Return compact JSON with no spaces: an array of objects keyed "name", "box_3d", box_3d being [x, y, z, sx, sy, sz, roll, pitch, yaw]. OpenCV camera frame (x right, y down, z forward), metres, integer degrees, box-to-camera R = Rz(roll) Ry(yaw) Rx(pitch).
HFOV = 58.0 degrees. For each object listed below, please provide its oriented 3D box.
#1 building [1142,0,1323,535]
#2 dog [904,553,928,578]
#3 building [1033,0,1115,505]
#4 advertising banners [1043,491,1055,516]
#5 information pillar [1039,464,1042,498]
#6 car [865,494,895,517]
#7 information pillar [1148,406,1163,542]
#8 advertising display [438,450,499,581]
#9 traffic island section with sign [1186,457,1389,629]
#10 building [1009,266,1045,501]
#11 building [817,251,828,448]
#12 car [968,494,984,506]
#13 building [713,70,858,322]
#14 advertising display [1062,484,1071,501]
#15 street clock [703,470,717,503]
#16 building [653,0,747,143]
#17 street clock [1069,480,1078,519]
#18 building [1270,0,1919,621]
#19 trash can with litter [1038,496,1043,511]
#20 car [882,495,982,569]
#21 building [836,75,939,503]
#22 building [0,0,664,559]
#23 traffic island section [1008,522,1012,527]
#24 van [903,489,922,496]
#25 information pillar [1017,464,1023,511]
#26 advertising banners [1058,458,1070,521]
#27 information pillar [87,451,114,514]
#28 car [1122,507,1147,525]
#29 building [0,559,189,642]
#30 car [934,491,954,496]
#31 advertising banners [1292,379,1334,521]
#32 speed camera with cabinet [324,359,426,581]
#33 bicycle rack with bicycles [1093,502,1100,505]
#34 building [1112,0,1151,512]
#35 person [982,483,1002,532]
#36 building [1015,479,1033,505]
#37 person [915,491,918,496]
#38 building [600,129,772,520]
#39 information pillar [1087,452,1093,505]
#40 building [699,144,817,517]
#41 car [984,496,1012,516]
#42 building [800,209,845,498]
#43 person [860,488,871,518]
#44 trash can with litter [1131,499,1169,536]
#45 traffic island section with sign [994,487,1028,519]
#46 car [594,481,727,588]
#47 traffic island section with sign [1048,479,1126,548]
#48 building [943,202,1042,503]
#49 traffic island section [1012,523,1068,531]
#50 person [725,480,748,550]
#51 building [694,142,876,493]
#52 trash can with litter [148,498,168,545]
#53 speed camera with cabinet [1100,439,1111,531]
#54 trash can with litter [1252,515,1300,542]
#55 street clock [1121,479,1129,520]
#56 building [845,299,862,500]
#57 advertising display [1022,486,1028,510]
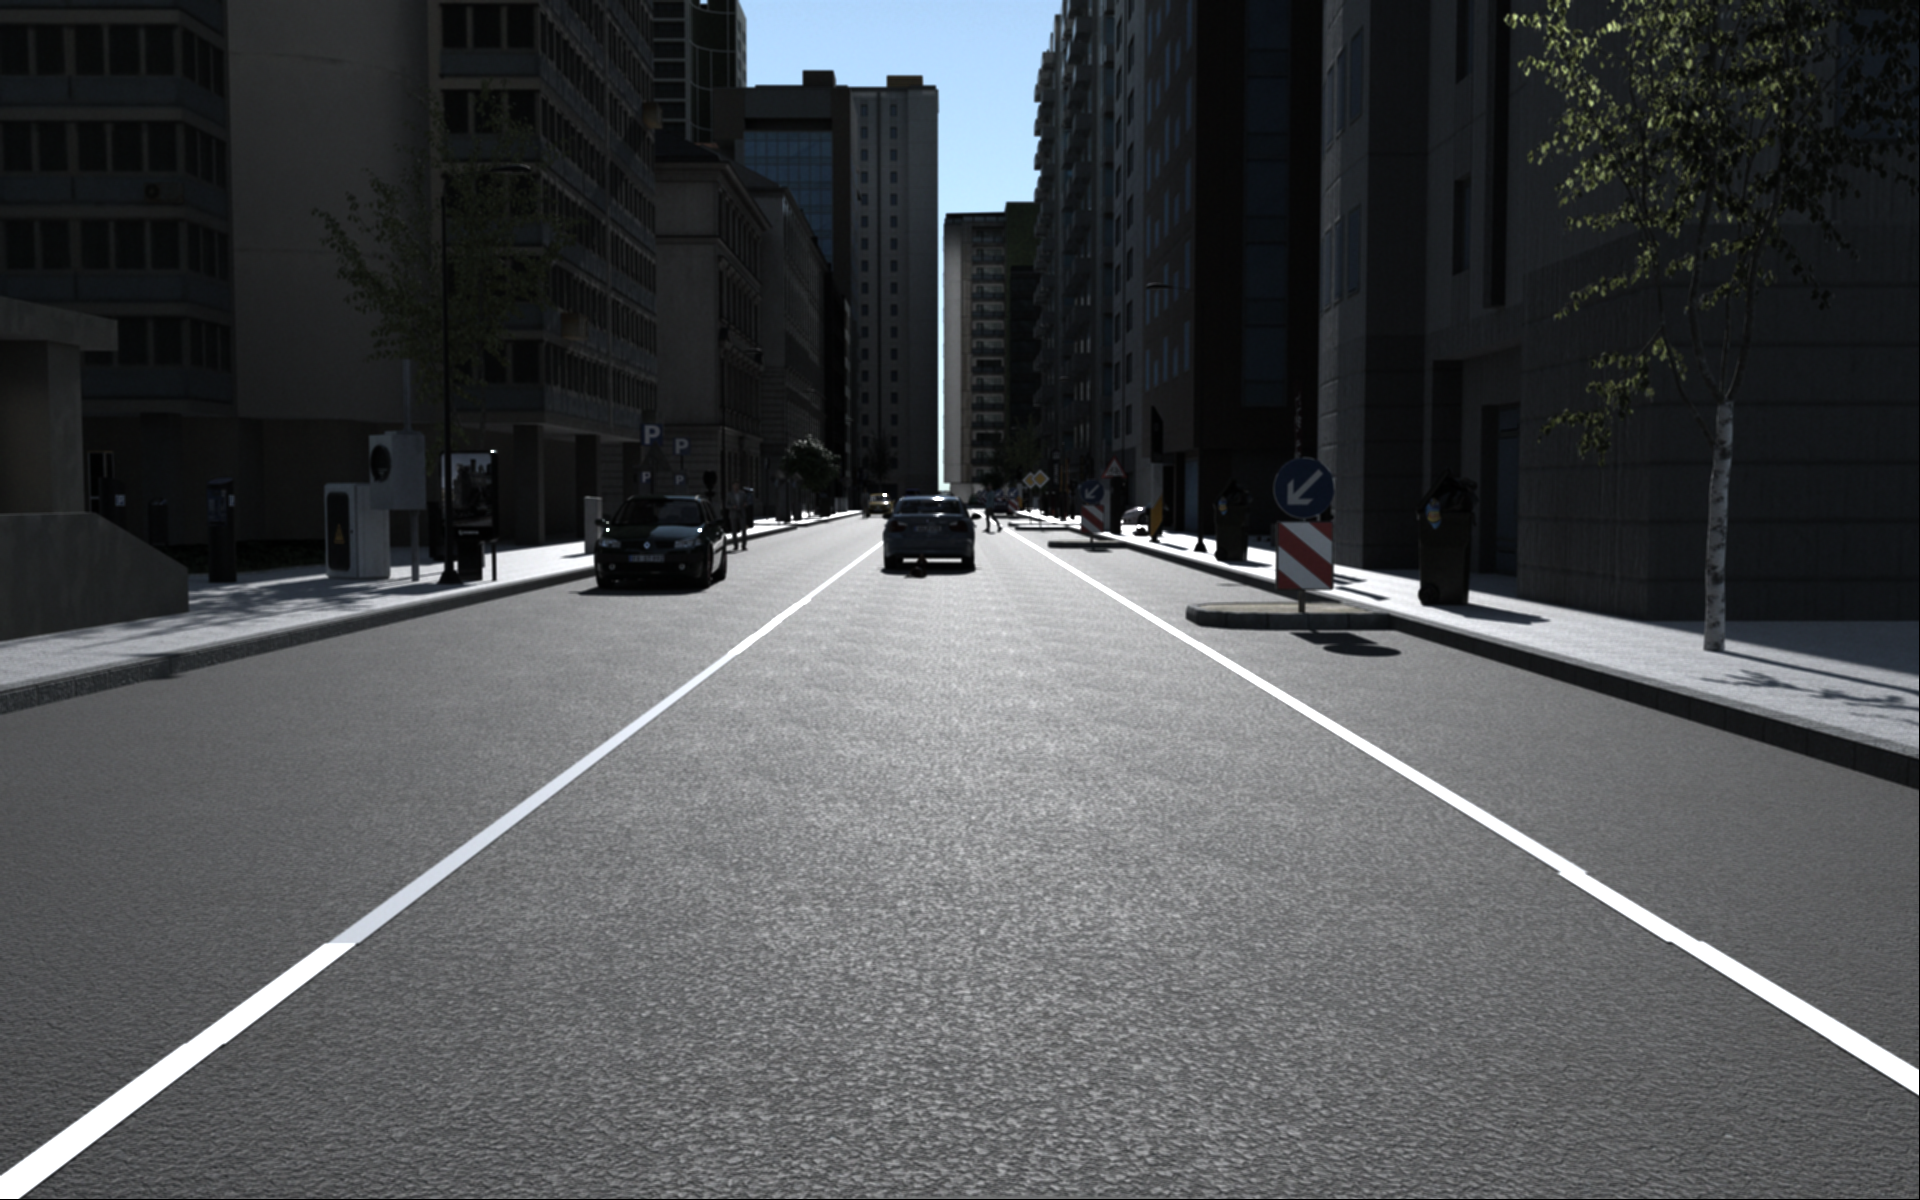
[{"name":"building","box_3d":[14.042,-25.025,59.272,14.600,45.320,14.200,0,4,0]},{"name":"dog","box_3d":[-0.788,-0.602,30.043,0.748,0.427,0.550,-2,4,-34]},{"name":"building","box_3d":[18.845,-33.832,172.755,23.786,49.044,30.456,0,4,0]},{"name":"advertising banners","box_3d":[5.354,-6.351,100.031,0.090,3.025,2.074,2,4,32]},{"name":"information pillar","box_3d":[6.224,-8.714,133.824,0.183,3.616,0.504,1,4,13]},{"name":"car","box_3d":[-5.094,-6.064,109.377,2.015,1.641,3.980,0,4,0]},{"name":"information pillar","box_3d":[5.230,-3.349,46.109,0.183,3.616,0.504,3,4,38]},{"name":"advertising display","box_3d":[-7.289,-1.254,25.715,0.974,1.923,0.123,1,4,20]},{"name":"traffic island section with sign","box_3d":[3.590,-0.659,19.402,1.989,1.847,2.006,0,4,0]},{"name":"building","box_3d":[13.182,-27.387,219.471,14.160,30.474,14.107,0,4,0]},{"name":"building","box_3d":[-15.012,-16.880,125.147,9.793,20.994,18.267,0,4,0]},{"name":"car","box_3d":[1.972,-12.660,215.787,1.959,1.807,4.718,0,4,-2]},{"name":"building","box_3d":[-18.317,-32.874,187.602,14.600,45.320,14.200,0,4,0]},{"name":"advertising display","box_3d":[6.872,-6.451,110.684,0.123,1.923,0.974,-3,4,-37]},{"name":"street clock","box_3d":[-7.680,-2.977,53.246,0.358,2.002,0.471,-3,4,-37]},{"name":"building","box_3d":[-41.544,-49.413,246.147,20.611,71.187,20.563,0,4,0]},{"name":"street clock","box_3d":[5.698,-5.080,87.634,0.471,2.002,0.358,3,4,38]},{"name":"building","box_3d":[17.318,-29.831,29.740,21.231,58.520,28.212,0,4,0]},{"name":"trash can with litter","box_3d":[6.362,-7.217,129.392,1.055,1.170,0.624,1,4,8]},{"name":"car","box_3d":[-0.579,-1.381,34.579,2.014,1.417,4.499,0,4,1]},{"name":"building","box_3d":[-17.137,-43.126,247.105,28.212,58.520,21.231,0,4,0]},{"name":"building","box_3d":[-21.717,-21.964,50.991,23.993,40.220,32.217,0,4,0]},{"name":"traffic island section","box_3d":[3.171,-3.368,77.348,2.009,0.180,2.903,0,4,0]},{"name":"van","box_3d":[-5.732,-12.627,210.841,2.240,2.365,5.245,0,4,-1]},{"name":"information pillar","box_3d":[4.540,-8.587,131.745,0.504,3.616,0.183,2,4,34]},{"name":"advertising banners","box_3d":[5.067,-5.341,83.517,0.090,3.025,2.074,1,4,16]},{"name":"information pillar","box_3d":[-14.666,-1.536,29.610,0.304,2.012,0.304,0,4,-1]},{"name":"car","box_3d":[9.394,-3.805,74.575,4.827,1.381,2.083,0,4,0]},{"name":"building","box_3d":[-24.427,-19.489,10.532,32.217,40.220,23.993,0,4,0]},{"name":"car","box_3d":[-1.804,-11.635,198.912,2.281,1.827,5.304,0,4,-2]},{"name":"advertising banners","box_3d":[5.554,-1.903,27.303,0.090,3.025,2.074,2,4,29]},{"name":"speed camera with cabinet","box_3d":[-8.765,-1.929,25.875,2.038,3.252,0.660,3,5,43]},{"name":"bicycle rack with bicycles","box_3d":[9.477,-6.034,112.038,2.852,0.926,2.925,1,4,23]},{"name":"building","box_3d":[19.084,-39.770,88.490,20.611,71.187,20.563,0,4,0]},{"name":"person","box_3d":[1.215,-3.498,65.549,0.748,1.841,0.638,1,4,9]},{"name":"building","box_3d":[22.715,-31.091,200.226,32.217,40.220,23.993,0,4,0]},{"name":"person","box_3d":[-3.487,-7.819,137.338,0.522,1.701,0.512,0,4,3]},{"name":"building","box_3d":[-15.757,-13.667,88.086,10.561,19.102,19.286,0,4,0]},{"name":"information pillar","box_3d":[7.220,-6.421,96.334,0.183,3.616,0.504,-2,4,-35]},{"name":"building","box_3d":[-14.607,-15.762,106.853,9.793,20.994,18.267,0,4,0]},{"name":"car","box_3d":[2.621,-6.394,117.126,1.945,1.354,3.894,0,4,-2]},{"name":"building","box_3d":[-16.106,-19.156,142.882,12.332,23.373,15.834,0,4,0]},{"name":"person","box_3d":[-5.602,-5.749,102.778,0.678,1.792,0.850,0,4,3]},{"name":"trash can with litter","box_3d":[5.783,-2.529,52.739,1.055,1.170,0.624,-2,4,-31]},{"name":"traffic island section with sign","box_3d":[3.001,-5.722,102.182,1.989,1.847,2.006,0,4,0]},{"name":"car","box_3d":[-4.725,-1.093,27.653,2.009,1.686,4.222,0,4,-2]},{"name":"traffic island section with sign","box_3d":[3.391,-2.329,46.711,1.989,1.847,2.006,0,4,0]},{"name":"building","box_3d":[4.591,-34.289,244.227,14.086,41.232,14.154,0,4,0]},{"name":"traffic island section","box_3d":[3.228,-2.880,69.363,2.009,0.180,2.903,0,4,0]},{"name":"person","box_3d":[-5.660,-2.166,44.119,0.606,1.804,0.583,-1,4,-21]},{"name":"building","box_3d":[-25.328,-34.259,214.763,28.867,44.769,22.147,0,4,0]},{"name":"trash can with litter","box_3d":[-15.300,-1.390,33.788,1.678,1.210,2.233,1,4,9]},{"name":"speed camera with cabinet","box_3d":[5.275,-4.099,61.356,0.660,3.252,2.038,0,4,6]},{"name":"trash can with litter","box_3d":[8.752,-2.185,46.774,2.233,1.210,1.678,1,4,18]},{"name":"street clock","box_3d":[8.016,-4.916,84.941,0.471,2.002,0.358,1,4,19]},{"name":"building","box_3d":[-24.044,-19.678,166.778,27.650,21.520,28.899,0,4,0]},{"name":"advertising display","box_3d":[4.932,-7.951,135.205,0.974,1.923,0.123,-3,5,-43]}]
